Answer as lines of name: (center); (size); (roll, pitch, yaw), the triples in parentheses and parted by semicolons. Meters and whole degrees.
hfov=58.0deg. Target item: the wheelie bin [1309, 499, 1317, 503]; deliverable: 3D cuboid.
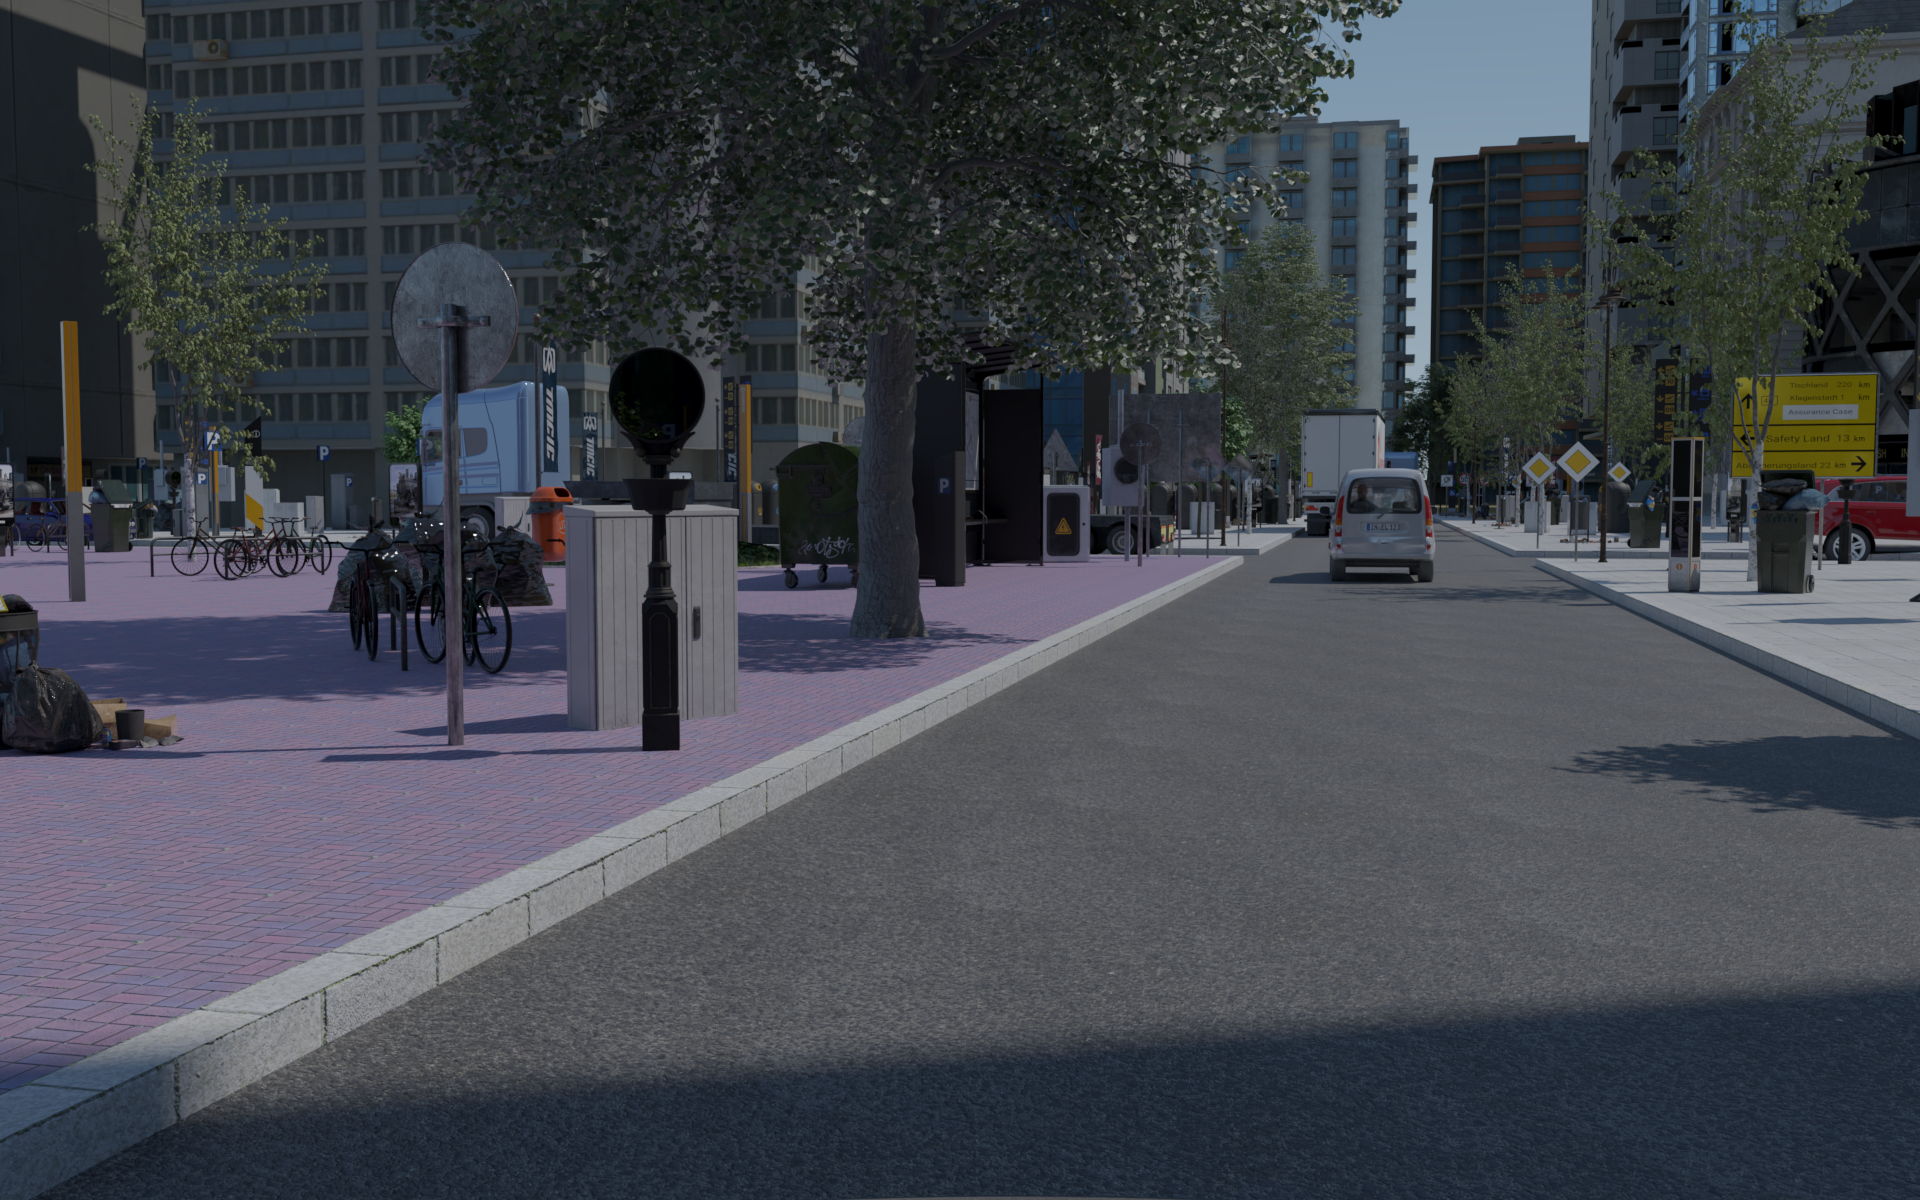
wheelie bin: (22.832, -6.379, 112.199); (0.693, 1.594, 0.980); (1, 4, 16)

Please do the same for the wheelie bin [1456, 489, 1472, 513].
wheelie bin: (31.440, -6.135, 108.209); (0.980, 1.594, 0.693); (0, 4, 2)

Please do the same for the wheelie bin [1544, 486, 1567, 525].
wheelie bin: (24.484, -3.897, 71.629); (0.980, 1.594, 0.693); (-3, 5, -44)

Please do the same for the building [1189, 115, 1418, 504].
building: (42.721, -36.874, 222.504); (30.456, 49.044, 23.786); (1, 4, 13)

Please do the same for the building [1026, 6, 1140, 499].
building: (5.283, -29.139, 126.532); (14.600, 45.320, 14.200); (1, 4, 13)

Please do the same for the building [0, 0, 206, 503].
building: (-51.053, -27.990, 81.345); (21.600, 48.544, 21.300); (1, 4, 13)

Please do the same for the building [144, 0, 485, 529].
building: (-16.860, -23.314, 73.065); (32.217, 40.220, 23.993); (1, 4, 13)

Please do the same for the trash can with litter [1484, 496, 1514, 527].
trash can with litter: (21.812, -3.553, 69.151); (1.678, 1.210, 2.233); (1, 4, 23)

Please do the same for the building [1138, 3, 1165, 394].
building: (8.714, -27.936, 140.352); (14.154, 41.232, 14.086); (1, 4, 13)

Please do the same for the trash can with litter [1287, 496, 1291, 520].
trash can with litter: (15.961, -4.586, 86.365); (1.055, 1.170, 0.624); (0, 4, 1)

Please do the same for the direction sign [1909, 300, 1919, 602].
direction sign: (11.504, -1.743, 20.492); (0.876, 3.537, 0.379); (-2, 4, -34)

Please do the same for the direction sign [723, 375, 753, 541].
direction sign: (-4.267, -2.527, 33.317); (0.379, 3.537, 0.876); (-3, 5, -45)

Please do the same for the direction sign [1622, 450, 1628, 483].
direction sign: (33.825, -5.884, 88.192); (0.379, 3.537, 0.876); (3, 4, 39)

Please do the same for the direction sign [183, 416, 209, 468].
direction sign: (-22.360, -3.595, 50.768); (0.379, 3.537, 0.876); (1, 4, 22)

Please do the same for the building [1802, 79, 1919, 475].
building: (46.088, -12.759, 76.060); (16.820, 18.784, 16.811); (1, 4, 13)

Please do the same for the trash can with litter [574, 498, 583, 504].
trash can with litter: (-12.667, -2.928, 58.935); (2.233, 1.210, 1.678); (-3, 5, -42)

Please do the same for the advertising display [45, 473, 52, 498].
advertising display: (-28.007, -2.937, 53.242); (0.123, 1.923, 0.974); (-2, 4, -25)

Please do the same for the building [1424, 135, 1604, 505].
building: (71.364, -34.262, 214.808); (28.867, 44.769, 22.147); (1, 4, 13)

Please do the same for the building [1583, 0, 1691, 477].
building: (71.102, -34.488, 153.111); (28.713, 52.752, 27.495); (1, 4, 13)

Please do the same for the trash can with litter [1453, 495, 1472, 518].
trash can with litter: (28.042, -5.163, 95.468); (1.678, 1.210, 2.233); (1, 4, 22)

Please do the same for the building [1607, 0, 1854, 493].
building: (60.955, -49.652, 124.488); (22.319, 86.520, 31.000); (1, 4, 13)

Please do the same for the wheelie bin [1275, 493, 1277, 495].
wheelie bin: (19.443, -6.117, 107.923); (0.693, 1.594, 0.980); (0, 4, -1)

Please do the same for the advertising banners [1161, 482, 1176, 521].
advertising banners: (10.196, -5.319, 83.153); (0.090, 3.025, 2.074); (3, 5, 43)

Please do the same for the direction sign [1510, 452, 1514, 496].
direction sign: (29.460, -6.148, 92.512); (0.379, 3.537, 0.876); (2, 4, 28)

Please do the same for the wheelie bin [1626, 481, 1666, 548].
wheelie bin: (16.298, -2.034, 41.163); (0.693, 1.594, 0.980); (-1, 4, -13)

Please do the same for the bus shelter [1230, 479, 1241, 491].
bus shelter: (12.732, -5.745, 85.212); (1.731, 3.624, 6.357); (1, 4, 14)

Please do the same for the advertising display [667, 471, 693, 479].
advertising display: (-7.798, -2.627, 48.161); (0.123, 1.923, 0.974); (2, 4, 33)

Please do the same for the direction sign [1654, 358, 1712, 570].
direction sign: (12.066, -2.261, 28.971); (0.876, 3.537, 0.379); (1, 4, 18)

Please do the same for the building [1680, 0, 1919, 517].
building: (49.182, -18.911, 96.578); (14.401, 28.519, 23.554); (1, 4, 13)

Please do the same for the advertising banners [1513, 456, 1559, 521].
advertising banners: (26.770, -5.159, 80.533); (2.074, 3.025, 0.090); (0, 4, 3)

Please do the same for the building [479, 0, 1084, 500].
building: (-9.015, -25.444, 107.894); (32.217, 40.220, 23.993); (1, 4, 13)

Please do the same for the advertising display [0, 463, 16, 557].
advertising display: (-19.643, -1.839, 35.278); (0.123, 1.923, 0.974); (1, 4, 10)

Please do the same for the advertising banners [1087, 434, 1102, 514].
advertising banners: (3.743, -3.301, 50.163); (0.090, 3.025, 2.074); (2, 4, 26)

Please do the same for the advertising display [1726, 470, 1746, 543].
advertising display: (20.504, -2.482, 45.788); (0.123, 1.923, 0.974); (0, 4, 3)

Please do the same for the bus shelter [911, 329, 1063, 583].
bus shelter: (0.291, -2.239, 27.893); (1.731, 3.624, 6.357); (1, 4, 14)

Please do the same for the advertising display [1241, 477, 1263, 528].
advertising display: (11.070, -3.698, 65.682); (0.974, 1.923, 0.123); (-2, 4, -30)

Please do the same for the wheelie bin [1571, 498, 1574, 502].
wheelie bin: (35.516, -5.676, 100.703); (0.980, 1.594, 0.693); (3, 5, 41)

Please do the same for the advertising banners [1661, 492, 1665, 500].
advertising banners: (36.785, -5.725, 89.790); (2.074, 3.025, 0.090); (-3, 4, -38)

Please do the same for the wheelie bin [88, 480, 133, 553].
wheelie bin: (-18.772, -1.854, 38.226); (0.693, 1.594, 0.980); (1, 4, 20)

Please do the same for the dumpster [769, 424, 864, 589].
dumpster: (-1.676, -1.322, 24.113); (1.502, 2.255, 1.985); (1, 4, 13)

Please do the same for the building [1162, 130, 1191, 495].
building: (11.490, -44.775, 170.321); (20.611, 71.187, 20.563); (1, 4, 13)

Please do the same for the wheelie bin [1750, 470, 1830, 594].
wheelie bin: (10.752, -0.893, 22.502); (0.980, 1.594, 0.693); (3, 4, 36)

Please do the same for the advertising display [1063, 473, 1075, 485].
advertising display: (3.390, -2.974, 53.845); (0.123, 1.923, 0.974); (1, 4, 20)

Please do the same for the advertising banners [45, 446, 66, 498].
advertising banners: (-33.083, -4.083, 62.952); (2.074, 3.025, 0.090); (1, 4, 11)

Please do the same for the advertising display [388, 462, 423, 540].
advertising display: (-11.398, -1.860, 35.630); (0.974, 1.923, 0.123); (3, 4, 36)

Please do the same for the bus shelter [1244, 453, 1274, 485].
bus shelter: (17.613, -6.838, 103.079); (1.731, 3.624, 6.357); (1, 4, 14)
